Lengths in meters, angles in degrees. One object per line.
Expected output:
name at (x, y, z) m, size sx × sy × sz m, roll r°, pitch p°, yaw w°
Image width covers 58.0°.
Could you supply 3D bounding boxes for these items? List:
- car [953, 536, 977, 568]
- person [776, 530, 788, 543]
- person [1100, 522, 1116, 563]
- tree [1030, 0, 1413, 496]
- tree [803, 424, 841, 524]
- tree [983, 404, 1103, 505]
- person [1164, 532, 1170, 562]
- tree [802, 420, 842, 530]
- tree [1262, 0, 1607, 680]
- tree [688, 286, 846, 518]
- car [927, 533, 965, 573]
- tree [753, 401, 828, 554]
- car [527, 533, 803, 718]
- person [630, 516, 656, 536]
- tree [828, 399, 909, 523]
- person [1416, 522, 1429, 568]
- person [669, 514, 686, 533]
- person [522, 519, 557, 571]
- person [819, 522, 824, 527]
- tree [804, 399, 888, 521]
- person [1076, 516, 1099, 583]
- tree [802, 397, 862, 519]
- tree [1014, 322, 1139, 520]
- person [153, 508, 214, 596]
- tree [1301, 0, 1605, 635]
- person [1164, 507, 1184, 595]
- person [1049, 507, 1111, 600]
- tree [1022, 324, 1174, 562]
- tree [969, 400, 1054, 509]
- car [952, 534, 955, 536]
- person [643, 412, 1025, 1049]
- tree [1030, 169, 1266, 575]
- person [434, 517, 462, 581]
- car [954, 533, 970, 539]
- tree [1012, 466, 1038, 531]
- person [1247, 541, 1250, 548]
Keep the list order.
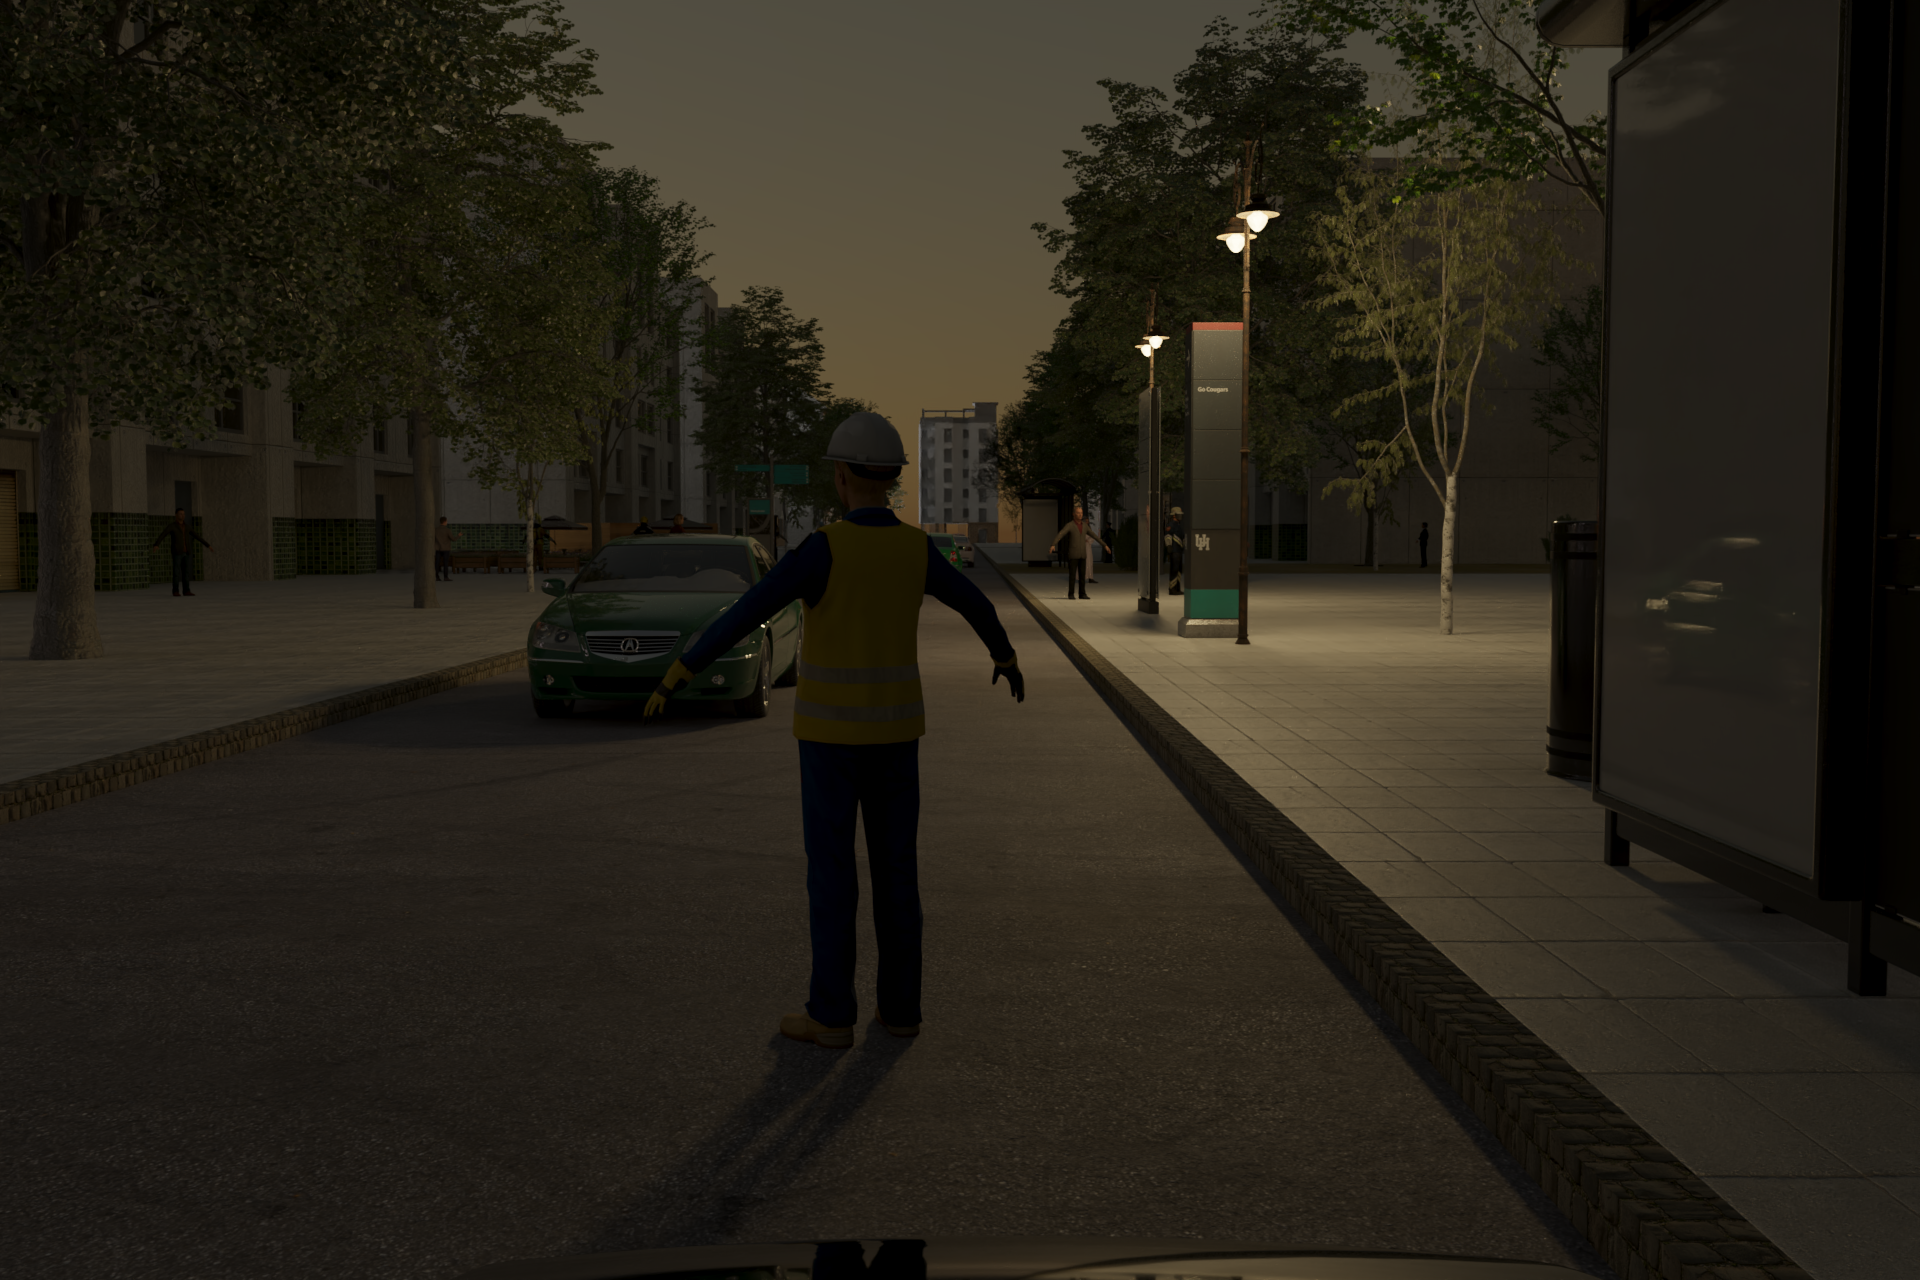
car at (-0.309, -3.866, 75.564) m, size 2.083 × 1.381 × 4.827 m, roll 0°, pitch 4°, yaw 0°
person at (-7.611, -3.913, 70.100) m, size 1.348 × 1.813 × 0.705 m, roll 1°, pitch 4°, yaw 18°
person at (6.539, -4.302, 76.275) m, size 0.705 × 1.837 × 1.347 m, roll 3°, pitch 5°, yaw 40°
tree at (6.481, -8.316, 42.621) m, size 9.857 × 13.997 × 8.962 m, roll 0°, pitch 3°, yaw 0°
tree at (-9.297, -10.033, 114.400) m, size 4.737 × 8.622 × 4.395 m, roll 0°, pitch 3°, yaw 0°
tree at (5.944, -10.967, 113.716) m, size 8.767 × 10.594 × 7.601 m, roll -1°, pitch 4°, yaw -13°
person at (9.563, -4.410, 78.239) m, size 1.346 × 1.812 × 0.704 m, roll 2°, pitch 4°, yaw 28°
tree at (-8.766, -9.700, 108.955) m, size 4.737 × 8.622 × 4.395 m, roll 0°, pitch 3°, yaw 0°
tree at (5.784, -5.414, 14.267) m, size 9.928 × 11.665 × 9.643 m, roll 0°, pitch 3°, yaw 0°
tree at (-9.170, -9.897, 79.947) m, size 7.486 × 12.596 × 7.792 m, roll 0°, pitch 3°, yaw 0°
car at (-0.831, -2.477, 49.303) m, size 1.959 × 1.807 × 4.718 m, roll 0°, pitch 4°, yaw 0°
tree at (-9.149, -8.738, 93.230) m, size 4.737 × 8.622 × 4.395 m, roll 0°, pitch 3°, yaw 0°
car at (-2.413, -0.197, 15.027) m, size 2.131 × 1.459 × 4.920 m, roll 0°, pitch 3°, yaw 0°
person at (-10.111, -3.044, 55.539) m, size 1.351 × 1.858 × 0.704 m, roll 0°, pitch 4°, yaw 7°
tree at (-9.600, -15.591, 161.565) m, size 9.857 × 13.997 × 8.962 m, roll 0°, pitch 3°, yaw 0°
person at (17.579, -3.621, 65.920) m, size 0.721 × 1.740 × 1.216 m, roll 2°, pitch 4°, yaw 32°
person at (-6.094, -1.911, 38.053) m, size 0.721 × 1.729 × 1.215 m, roll -3°, pitch 5°, yaw -43°
person at (-14.734, -3.347, 60.498) m, size 1.354 × 1.858 × 0.705 m, roll 1°, pitch 4°, yaw 19°
person at (-6.074, -4.258, 75.746) m, size 1.347 × 1.817 × 0.704 m, roll -3°, pitch 5°, yaw -41°
tree at (-8.844, -12.644, 132.489) m, size 9.928 × 11.665 × 9.643 m, roll 0°, pitch 3°, yaw 0°
person at (3.253, -2.342, 45.009) m, size 0.621 × 1.740 × 0.551 m, roll 2°, pitch 4°, yaw 31°
tree at (-9.906, -13.806, 143.850) m, size 7.486 × 12.596 × 7.792 m, roll 0°, pitch 3°, yaw 0°
tree at (6.311, -10.521, 90.142) m, size 7.486 × 12.596 × 7.792 m, roll 0°, pitch 3°, yaw 0°
person at (-16.072, -1.816, 35.758) m, size 0.705 × 1.821 × 1.348 m, roll 2°, pitch 4°, yaw 32°
tree at (6.138, -4.359, 21.634) m, size 4.360 × 8.622 × 3.978 m, roll 0°, pitch 3°, yaw 0°
person at (4.554, -1.862, 36.309) m, size 0.704 × 1.845 × 1.351 m, roll 2°, pitch 4°, yaw 27°
person at (2.316, -1.696, 33.914) m, size 1.348 × 1.807 × 0.705 m, roll -2°, pitch 4°, yaw -25°
tree at (6.777, -9.344, 78.533) m, size 9.928 × 11.665 × 9.643 m, roll 0°, pitch 3°, yaw 0°
tree at (5.903, -15.104, 157.316) m, size 12.009 × 13.543 × 11.850 m, roll 0°, pitch 3°, yaw 0°
car at (-1.025, -8.359, 146.458) m, size 2.009 × 1.686 × 4.222 m, roll 0°, pitch 4°, yaw -1°
person at (-0.316, 0.242, 4.973) m, size 1.216 × 1.772 × 0.721 m, roll -2°, pitch 4°, yaw -31°
tree at (6.101, -8.367, 54.923) m, size 7.486 × 12.596 × 7.792 m, roll 0°, pitch 3°, yaw 0°
person at (-14.034, -2.495, 47.367) m, size 0.617 × 1.759 × 0.750 m, roll 2°, pitch 4°, yaw 24°
car at (-0.177, -9.110, 157.980) m, size 2.155 × 1.783 × 4.494 m, roll 0°, pitch 4°, yaw -1°
tree at (6.098, -11.726, 142.076) m, size 4.360 × 8.622 × 3.978 m, roll 0°, pitch 3°, yaw 0°
person at (7.982, -2.625, 49.138) m, size 0.705 × 1.803 × 1.348 m, roll 0°, pitch 4°, yaw -2°
